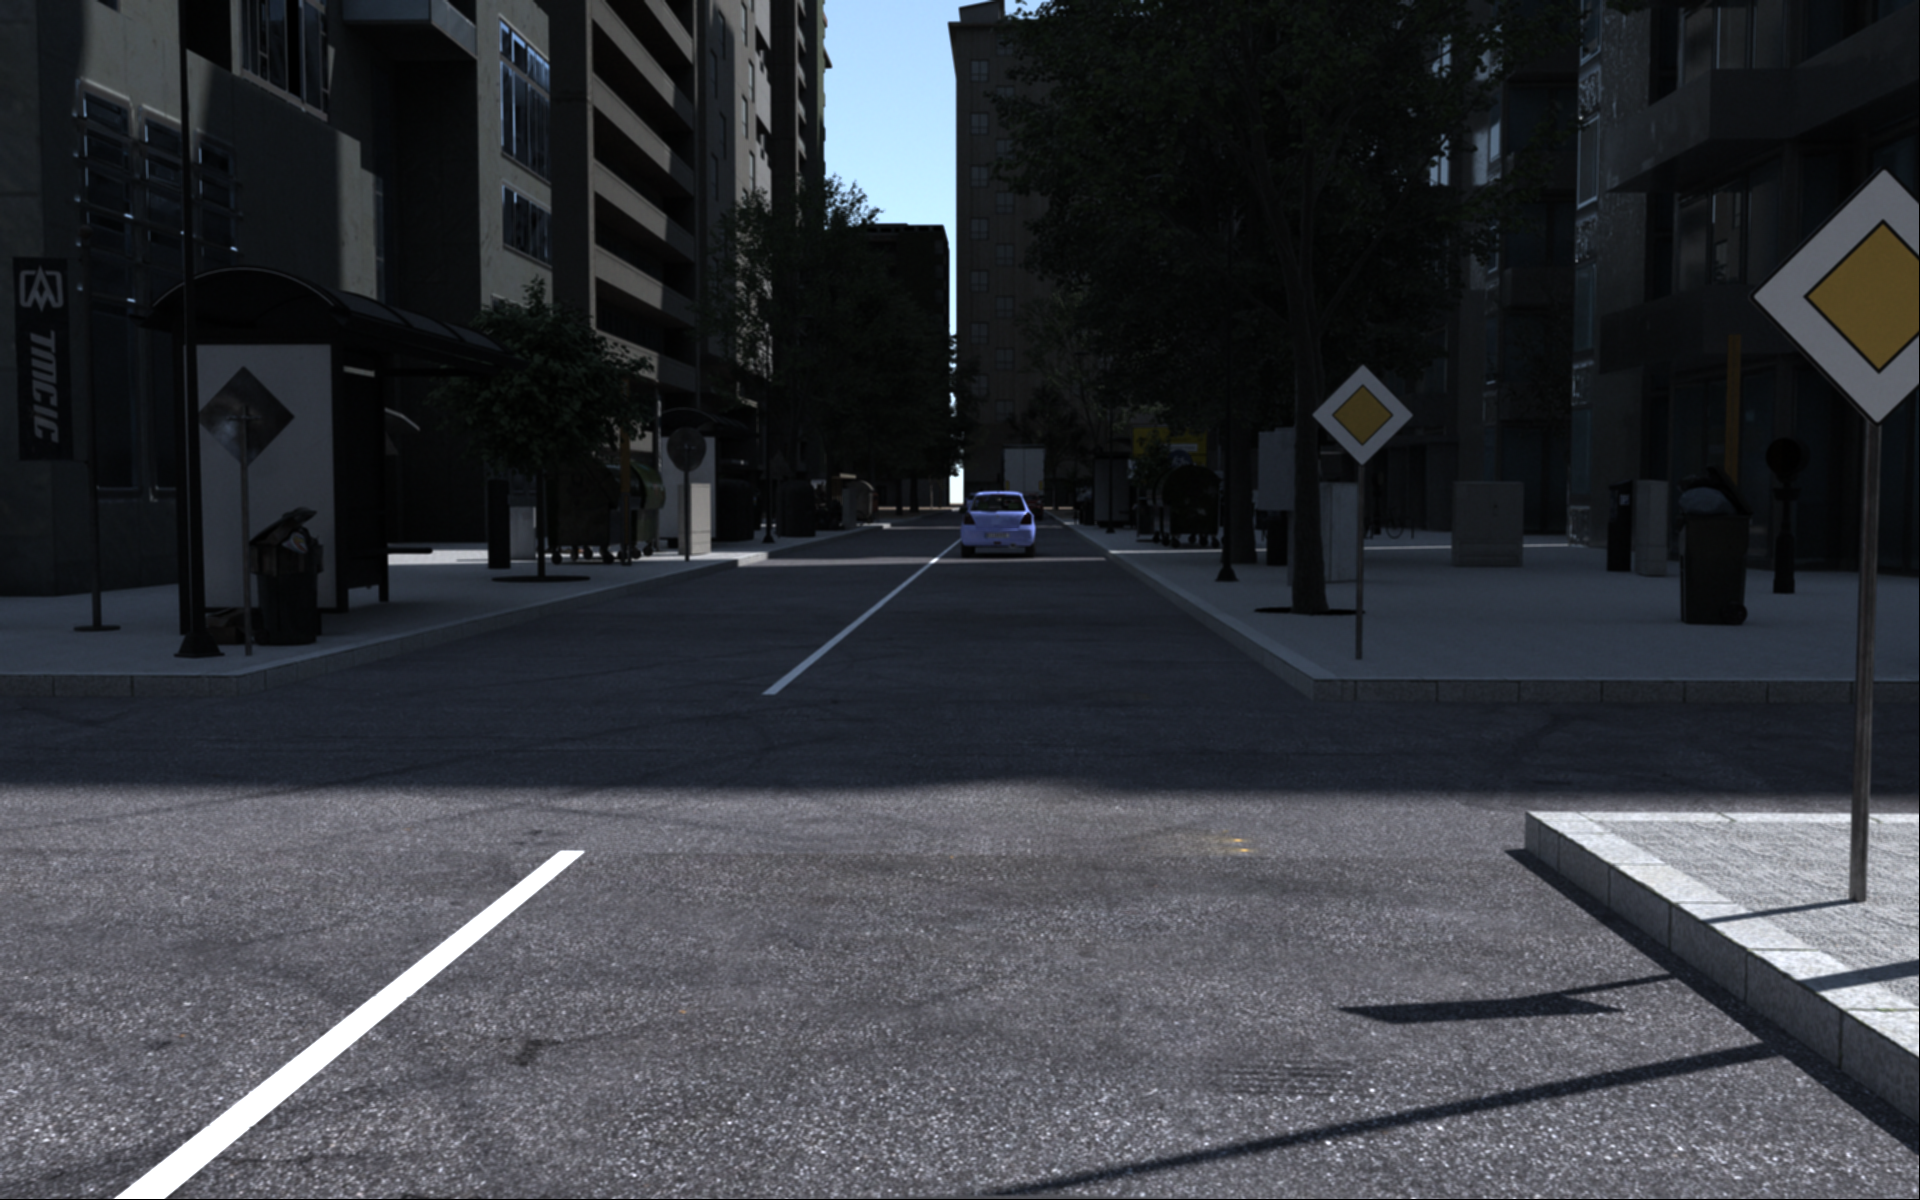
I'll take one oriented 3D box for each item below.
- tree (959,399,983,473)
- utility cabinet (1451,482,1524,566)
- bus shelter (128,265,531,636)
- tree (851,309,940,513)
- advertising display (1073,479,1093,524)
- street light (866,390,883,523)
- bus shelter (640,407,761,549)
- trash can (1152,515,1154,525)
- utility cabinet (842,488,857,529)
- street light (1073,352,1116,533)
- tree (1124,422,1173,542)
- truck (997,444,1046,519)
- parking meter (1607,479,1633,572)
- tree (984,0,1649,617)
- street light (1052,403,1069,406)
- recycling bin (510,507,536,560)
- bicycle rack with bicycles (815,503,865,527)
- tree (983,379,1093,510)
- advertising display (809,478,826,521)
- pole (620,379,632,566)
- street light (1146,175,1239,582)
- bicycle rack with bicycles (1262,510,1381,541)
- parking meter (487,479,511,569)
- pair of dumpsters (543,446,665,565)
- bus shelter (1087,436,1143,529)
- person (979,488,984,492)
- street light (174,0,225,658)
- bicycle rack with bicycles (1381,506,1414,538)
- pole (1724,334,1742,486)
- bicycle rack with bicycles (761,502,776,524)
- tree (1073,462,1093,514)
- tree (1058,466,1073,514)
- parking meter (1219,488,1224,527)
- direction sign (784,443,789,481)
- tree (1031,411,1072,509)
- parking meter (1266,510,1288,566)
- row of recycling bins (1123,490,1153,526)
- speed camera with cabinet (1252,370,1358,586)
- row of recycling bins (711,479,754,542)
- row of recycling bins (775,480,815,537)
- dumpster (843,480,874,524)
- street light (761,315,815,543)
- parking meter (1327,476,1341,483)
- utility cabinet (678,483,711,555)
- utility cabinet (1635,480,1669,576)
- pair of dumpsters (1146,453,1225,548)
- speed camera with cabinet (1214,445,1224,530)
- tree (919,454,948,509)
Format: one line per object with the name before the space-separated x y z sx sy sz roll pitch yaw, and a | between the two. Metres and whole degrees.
tree | -1.700 -13.685 158.155 8.767 10.594 7.601 -2 4 -30
utility cabinet | 9.321 -1.341 30.599 1.173 1.500 0.318 0 4 3
bus shelter | -6.249 -1.479 18.106 2.014 3.302 5.546 0 4 2
tree | -3.043 -12.960 118.558 9.857 13.997 8.962 0 3 0
advertising display | 5.260 -4.203 73.928 0.974 1.923 0.123 -2 4 -35
street light | -3.451 -6.348 76.336 1.470 5.913 1.316 0 4 2
bus shelter | -6.362 -3.010 43.134 2.014 3.302 5.546 0 4 2
trash can | 6.646 -2.943 59.771 0.748 1.137 0.748 0 3 0
utility cabinet | -4.083 -3.368 63.742 0.318 1.500 1.173 1 4 8
street light | 4.390 -5.138 56.555 1.470 5.913 1.316 0 4 2
tree | 5.368 -3.184 46.656 1.663 3.219 1.824 0 3 0
truck | 3.672 -6.985 103.110 2.839 4.237 11.283 0 4 1
parking meter | 10.966 -1.246 28.784 0.372 1.533 0.369 0 3 0
tree | 3.670 -5.667 18.412 9.928 11.665 9.643 0 3 0
street light | 5.384 -7.090 88.460 1.470 5.913 1.316 0 4 2
recycling bin | -8.681 -1.302 33.842 0.722 1.027 0.722 -1 4 -17
bicycle rack with bicycles | -5.199 -3.365 68.406 2.925 0.926 2.852 0 4 -2
tree | 7.541 -12.563 139.822 7.601 10.594 8.767 2 4 32
advertising display | -5.800 -4.063 71.642 0.974 1.923 0.123 -2 4 -33
pole | -5.976 -2.267 30.907 0.158 3.312 0.155 0 3 0
street light | 3.391 -3.231 25.368 1.470 5.913 1.316 0 4 2
bicycle rack with bicycles | 9.367 -2.018 46.378 2.925 0.926 2.852 0 4 -2
parking meter | -7.941 -1.309 29.820 0.372 1.533 0.369 0 3 0
pair of dumpsters | -6.871 -1.894 33.453 1.574 2.255 4.437 0 4 2
bus shelter | 5.772 -4.258 63.545 2.014 3.302 5.546 0 4 2
person | 1.249 -5.133 93.133 0.721 1.736 1.217 -1 4 -17
street light | -5.480 -2.505 13.504 1.470 5.913 1.316 0 4 2
bicycle rack with bicycles | 11.652 -2.256 50.262 2.925 0.926 2.852 -2 4 -34
pole | 9.902 -1.736 22.234 0.158 3.312 0.155 0 3 0
bicycle rack with bicycles | -7.591 -3.717 74.159 2.852 0.926 2.925 -1 4 -19
tree | 7.341 -5.908 91.201 1.663 3.219 1.824 0 3 0
tree | 7.178 -7.014 109.284 1.663 3.219 1.824 0 3 0
parking meter | 10.171 -3.648 68.052 0.372 1.533 0.369 0 3 0
direction sign | -7.661 -5.215 77.269 0.379 3.537 0.876 1 4 15
tree | 7.903 -12.197 149.780 4.737 8.622 4.395 0 3 0
parking meter | 5.693 -1.385 31.059 0.372 1.533 0.369 0 3 0
row of recycling bins | 7.775 -3.947 71.642 1.069 1.692 3.534 3 4 38
speed camera with cabinet | 5.039 -1.863 24.796 0.660 3.252 2.038 3 5 42
row of recycling bins | -6.298 -2.501 48.004 1.069 1.692 3.534 0 4 1
row of recycling bins | -5.085 -2.800 52.893 1.069 1.692 3.534 -1 4 -12
dumpster | -4.357 -4.180 74.105 1.264 1.857 1.865 0 4 2
street light | -4.475 -4.441 45.149 1.470 5.913 1.316 0 4 2
parking meter | 11.843 -3.009 54.912 0.399 1.863 0.255 -3 4 -39
utility cabinet | -5.633 -1.713 36.683 0.318 1.500 1.173 1 4 12
utility cabinet | 10.924 -1.141 27.334 0.318 1.500 1.173 1 4 13
pair of dumpsters | 5.568 -2.470 42.877 1.574 2.255 4.437 0 4 2
speed camera with cabinet | 9.144 -4.085 61.126 2.038 3.252 0.660 0 4 -7
tree | -2.540 -12.233 150.371 4.360 8.622 3.978 0 3 0
